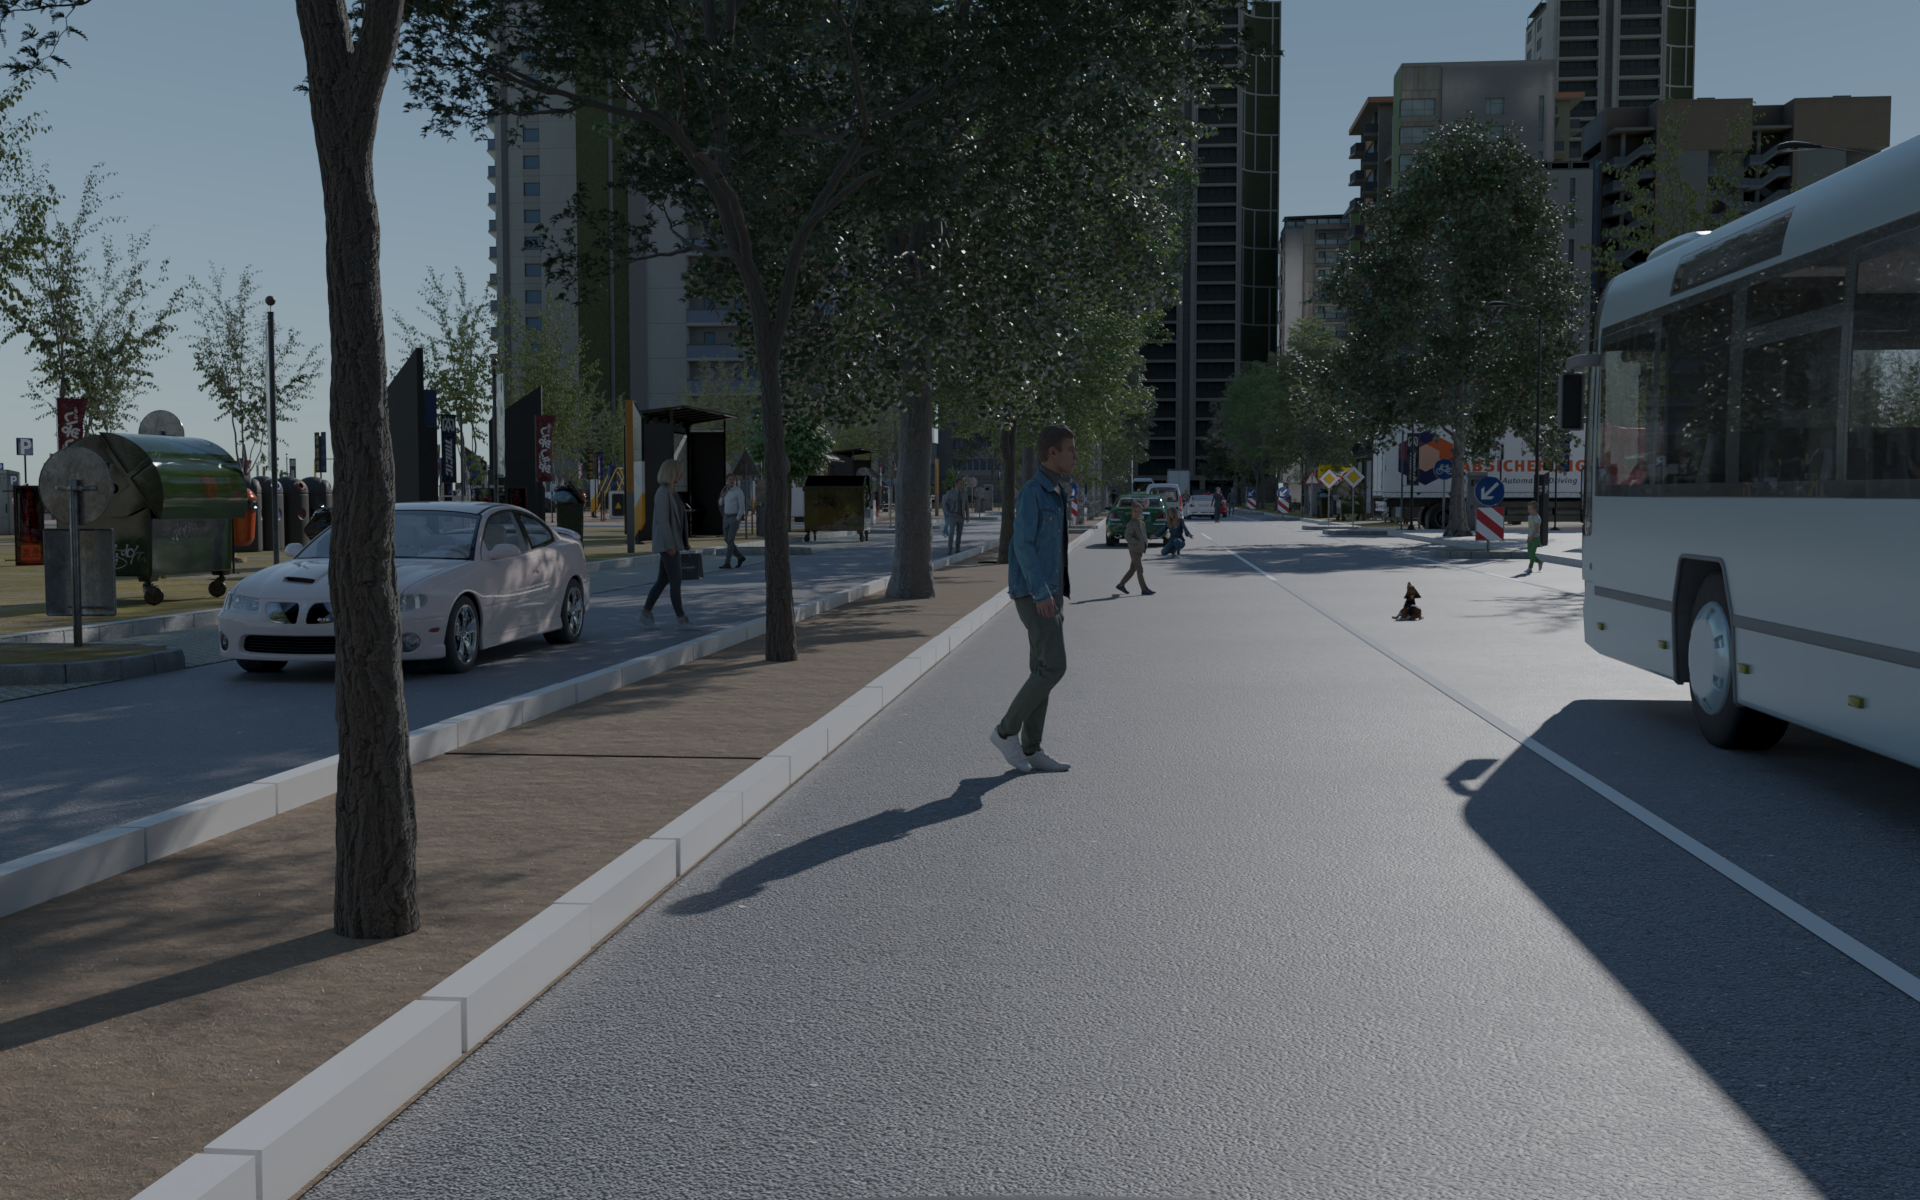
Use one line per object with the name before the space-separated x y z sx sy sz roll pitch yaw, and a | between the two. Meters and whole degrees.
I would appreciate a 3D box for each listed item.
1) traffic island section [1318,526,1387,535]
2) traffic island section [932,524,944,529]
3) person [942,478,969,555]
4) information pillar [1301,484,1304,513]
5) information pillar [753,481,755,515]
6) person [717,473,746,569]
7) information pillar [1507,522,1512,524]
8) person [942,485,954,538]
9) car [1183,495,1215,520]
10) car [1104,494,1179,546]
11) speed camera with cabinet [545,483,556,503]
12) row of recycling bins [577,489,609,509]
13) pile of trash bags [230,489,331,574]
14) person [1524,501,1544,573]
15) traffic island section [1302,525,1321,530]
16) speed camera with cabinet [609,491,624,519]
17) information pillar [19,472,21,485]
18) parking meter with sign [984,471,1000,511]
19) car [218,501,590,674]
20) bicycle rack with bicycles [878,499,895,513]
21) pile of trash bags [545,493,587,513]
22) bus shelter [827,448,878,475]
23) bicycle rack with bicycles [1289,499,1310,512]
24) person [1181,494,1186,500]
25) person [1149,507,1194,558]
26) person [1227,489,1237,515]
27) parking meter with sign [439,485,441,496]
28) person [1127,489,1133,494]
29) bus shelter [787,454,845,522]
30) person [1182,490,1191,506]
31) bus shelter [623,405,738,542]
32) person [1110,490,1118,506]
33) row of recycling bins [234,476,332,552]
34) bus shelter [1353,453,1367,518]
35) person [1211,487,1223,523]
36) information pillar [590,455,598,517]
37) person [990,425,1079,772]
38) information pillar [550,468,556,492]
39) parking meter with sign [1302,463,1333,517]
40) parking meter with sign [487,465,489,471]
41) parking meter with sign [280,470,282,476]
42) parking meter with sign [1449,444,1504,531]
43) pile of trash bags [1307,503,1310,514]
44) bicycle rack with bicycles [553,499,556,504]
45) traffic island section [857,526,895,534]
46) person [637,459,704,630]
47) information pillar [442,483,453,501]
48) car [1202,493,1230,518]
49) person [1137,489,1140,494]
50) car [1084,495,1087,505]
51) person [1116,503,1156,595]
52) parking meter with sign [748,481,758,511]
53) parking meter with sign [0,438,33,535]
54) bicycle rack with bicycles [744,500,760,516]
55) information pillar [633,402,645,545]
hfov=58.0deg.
traffic island section | 14.039 -2.418 61.807 2.009 0.180 2.903 0 4 6
traffic island section | -1.739 -3.009 71.471 2.009 0.180 2.903 0 4 6
person | -0.082 -1.992 41.173 0.635 1.810 0.391 -2 4 -31
information pillar | 23.276 -6.892 117.177 0.304 2.012 0.304 3 5 42
information pillar | -12.941 -7.176 108.679 0.183 3.616 0.504 -1 4 -12
person | -4.407 -1.511 33.310 0.679 1.850 0.850 2 4 34
information pillar | 23.908 -4.307 74.904 0.304 2.012 0.304 -1 4 -15
person | -0.410 -2.912 56.952 0.643 1.720 0.563 -2 4 -33
car | 13.712 -5.261 98.382 2.083 1.381 4.827 0 4 4
car | 5.112 -2.274 48.976 2.131 1.459 4.920 0 4 8
speed camera with cabinet | -32.694 -8.736 137.170 2.038 3.252 0.660 2 4 32
row of recycling bins | -31.787 -8.725 149.769 3.534 1.692 1.069 1 4 17
pile of trash bags | -10.295 -1.124 28.124 3.447 1.369 1.912 0 4 -2
person | 10.526 -1.160 31.718 0.590 1.304 0.306 -2 4 -35
traffic island section | 14.863 -2.903 69.749 2.009 0.180 2.903 0 4 6
speed camera with cabinet | -17.337 -5.890 90.642 2.038 3.252 0.660 -1 4 -13
information pillar | -31.800 -3.293 58.328 0.304 2.012 0.304 -1 4 -23
parking meter with sign | 2.175 -8.374 133.172 1.738 3.016 0.543 0 4 5
car | -4.734 -0.186 15.401 2.083 1.381 4.827 0 4 5
bicycle rack with bicycles | -5.514 -6.247 115.524 2.852 0.926 2.925 3 4 37
pile of trash bags | -27.028 -6.637 118.267 3.447 1.369 1.912 1 4 18
bus shelter | -5.622 -6.122 91.374 1.731 3.624 6.357 0 4 6
bicycle rack with bicycles | 27.459 -7.711 139.456 2.925 0.926 2.852 0 4 -4
person | 19.052 -8.406 149.158 0.991 1.433 0.599 0 4 -5
person | 4.834 -1.514 38.745 1.012 1.151 0.738 3 4 36
person | 18.190 -6.556 115.863 0.661 1.801 0.590 0 4 0
parking meter with sign | -44.148 -9.278 147.952 1.738 3.016 0.543 -1 4 -17
person | 12.903 -7.452 130.439 0.767 1.812 0.694 -3 4 -38
bus shelter | -6.881 -5.357 81.515 2.014 3.302 5.546 0 4 6
person | 21.227 -9.433 162.732 1.348 1.823 0.705 1 4 11
bus shelter | -7.798 -3.525 48.910 1.731 3.624 6.357 0 4 6
person | 14.780 -9.693 166.607 1.348 1.869 0.705 -2 4 -34
row of recycling bins | -15.646 -1.990 39.650 1.069 1.692 3.534 1 4 13
bus shelter | 22.084 -6.969 91.569 2.179 5.291 8.768 0 4 6
person | 12.807 -4.739 86.399 0.534 1.772 0.576 3 5 42
information pillar | -20.370 -6.420 96.327 0.504 3.616 0.183 2 4 34
person | 0.388 -0.004 8.914 0.444 1.785 0.601 1 4 22
information pillar | -32.684 -9.031 139.015 0.504 3.616 0.183 0 3 0
parking meter with sign | 20.117 -6.186 97.396 1.738 3.016 0.543 1 4 14
parking meter with sign | -28.156 -6.477 102.156 0.543 3.016 1.738 1 4 12
parking meter with sign | -48.214 -7.898 125.396 1.738 3.016 0.543 -1 4 -9
parking meter with sign | 18.082 -3.940 60.674 1.738 3.016 0.543 0 4 8
pile of trash bags | 22.772 -6.019 108.160 1.912 1.369 3.447 0 4 5
bicycle rack with bicycles | -30.079 -7.055 128.724 2.925 0.926 2.852 1 4 20
traffic island section | -2.563 -2.523 63.529 2.009 0.180 2.903 0 4 6
person | -3.074 -0.593 18.372 0.728 1.800 0.709 0 4 8
information pillar | -15.365 -2.903 51.949 0.304 2.012 0.304 -1 4 -21
car | 15.639 -6.016 107.405 2.155 1.783 4.494 0 4 7
person | 10.436 -5.545 99.838 0.731 1.740 0.598 0 4 -6
car | 14.452 -11.500 200.393 2.083 1.381 4.827 0 4 5
person | 2.520 -0.730 24.703 0.640 1.303 0.475 2 4 25
parking meter with sign | -15.569 -8.217 130.600 0.543 3.016 1.738 1 4 9
parking meter with sign | -29.717 -3.529 53.961 1.738 3.016 0.543 1 4 21
bicycle rack with bicycles | -12.836 -5.304 100.101 2.925 0.926 2.852 -1 4 -15
information pillar | -8.146 -3.217 43.949 0.183 3.616 0.504 -2 4 -35
